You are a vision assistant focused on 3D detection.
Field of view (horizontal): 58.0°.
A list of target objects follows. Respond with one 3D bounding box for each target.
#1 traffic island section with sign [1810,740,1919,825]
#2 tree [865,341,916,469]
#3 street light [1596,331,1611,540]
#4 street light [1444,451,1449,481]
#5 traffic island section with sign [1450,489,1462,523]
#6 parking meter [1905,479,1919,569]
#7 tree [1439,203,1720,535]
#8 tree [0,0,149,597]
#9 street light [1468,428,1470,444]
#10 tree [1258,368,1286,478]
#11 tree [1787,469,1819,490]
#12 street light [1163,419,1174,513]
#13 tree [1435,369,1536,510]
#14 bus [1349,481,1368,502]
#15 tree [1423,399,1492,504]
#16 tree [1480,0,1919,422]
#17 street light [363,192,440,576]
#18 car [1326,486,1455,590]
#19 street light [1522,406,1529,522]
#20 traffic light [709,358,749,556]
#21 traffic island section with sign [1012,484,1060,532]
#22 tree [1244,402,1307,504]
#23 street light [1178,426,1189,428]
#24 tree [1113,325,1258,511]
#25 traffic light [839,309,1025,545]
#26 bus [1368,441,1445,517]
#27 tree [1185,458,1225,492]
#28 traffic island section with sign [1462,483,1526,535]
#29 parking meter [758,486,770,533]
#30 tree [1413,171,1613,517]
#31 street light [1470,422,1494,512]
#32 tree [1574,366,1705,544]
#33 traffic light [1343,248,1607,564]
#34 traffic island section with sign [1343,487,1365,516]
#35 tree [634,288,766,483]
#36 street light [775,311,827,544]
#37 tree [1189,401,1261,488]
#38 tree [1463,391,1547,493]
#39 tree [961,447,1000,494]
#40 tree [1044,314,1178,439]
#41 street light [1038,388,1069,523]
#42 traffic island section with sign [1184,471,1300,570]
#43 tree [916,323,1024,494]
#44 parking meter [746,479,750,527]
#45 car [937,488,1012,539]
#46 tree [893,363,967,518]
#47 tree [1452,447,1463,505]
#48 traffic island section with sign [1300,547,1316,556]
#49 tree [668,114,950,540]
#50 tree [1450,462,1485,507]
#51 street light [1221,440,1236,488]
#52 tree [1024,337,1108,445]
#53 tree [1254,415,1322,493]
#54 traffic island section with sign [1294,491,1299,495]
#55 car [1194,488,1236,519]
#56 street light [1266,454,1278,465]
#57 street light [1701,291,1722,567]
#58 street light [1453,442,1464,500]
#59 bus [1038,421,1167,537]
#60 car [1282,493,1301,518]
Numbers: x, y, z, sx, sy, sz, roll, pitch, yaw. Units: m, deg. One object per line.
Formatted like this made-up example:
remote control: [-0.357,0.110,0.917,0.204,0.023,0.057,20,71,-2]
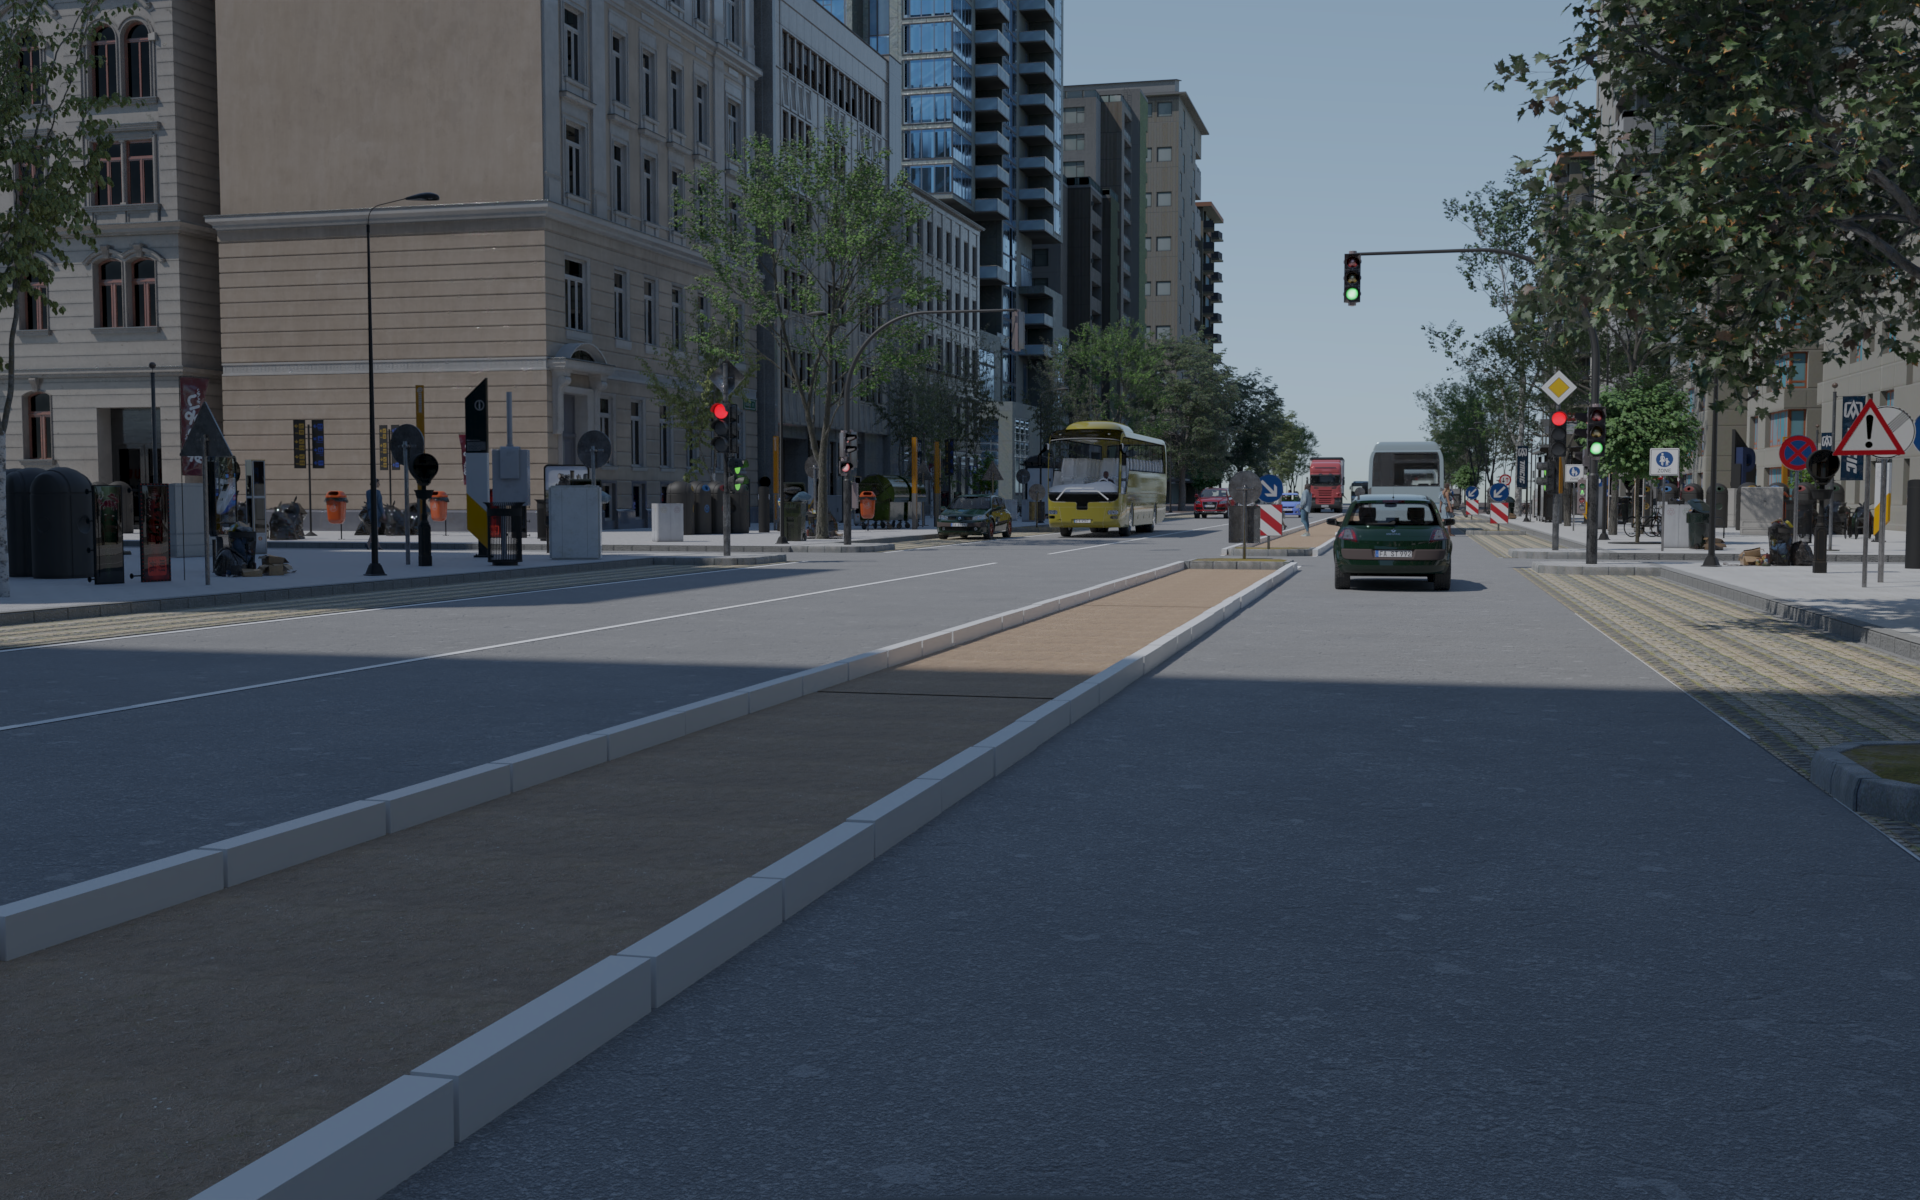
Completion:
traffic island section with sign: [5.091,0.044,7.914,1.989,1.847,2.006,1,4,14]
tree: [-2.521,-8.018,81.459,4.360,8.622,3.978,0,3,0]
street light: [17.435,-4.632,48.268,1.470,5.913,1.316,1,4,14]
street light: [52.937,-13.025,185.497,1.470,5.913,1.316,1,4,14]
traffic island section with sign: [25.598,-4.796,87.035,1.989,1.847,2.006,1,4,14]
parking meter: [16.447,-1.303,29.721,0.372,1.533,0.369,0,3,0]
tree: [20.191,-7.292,53.631,8.767,10.594,7.601,3,5,39]
tree: [-12.155,-4.344,21.387,4.737,8.622,4.395,0,3,0]
street light: [36.477,-9.141,121.989,1.470,5.913,1.316,1,4,14]
tree: [28.088,-16.373,174.359,9.857,13.997,8.962,0,3,0]
tree: [32.051,-4.316,65.163,1.663,3.219,1.824,0,3,0]
street light: [12.355,-8.273,107.800,1.470,5.913,1.316,1,4,14]
tree: [43.645,-13.258,142.530,9.928,11.665,9.643,0,3,0]
bus: [55.252,-14.921,238.818,2.948,3.499,13.247,1,4,13]
tree: [65.121,-19.508,225.605,9.857,13.997,8.962,0,3,0]
tree: [9.509,-6.036,15.691,9.611,12.733,9.660,0,3,0]
street light: [-8.685,-3.328,26.950,1.470,5.913,1.316,1,4,14]
car: [6.781,-1.069,27.259,2.009,1.686,4.222,1,4,13]
street light: [25.612,-6.565,79.883,1.470,5.913,1.316,1,4,14]
traffic light: [-4.824,-2.871,35.860,0.839,4.253,0.868,1,4,14]
traffic island section with sign: [2.875,-3.499,65.839,1.989,1.847,2.006,1,4,14]
tree: [37.816,-17.772,208.705,7.486,12.596,7.792,0,3,0]
street light: [14.947,-8.918,118.352,1.470,5.913,1.316,1,4,14]
tree: [16.639,-13.676,130.265,9.857,13.997,8.962,0,3,0]
traffic light: [-0.774,-4.185,43.100,4.771,5.953,1.251,1,4,14]
bus: [17.323,-4.416,67.060,2.948,3.499,13.247,1,4,15]
tree: [20.896,-10.027,147.647,4.285,4.588,4.351,0,3,0]
traffic island section with sign: [18.819,-3.200,60.943,1.989,1.847,2.006,1,4,14]
parking meter: [-6.524,-3.012,57.663,0.372,1.533,0.369,0,3,0]
tree: [32.799,-14.860,98.843,12.611,20.169,13.585,0,3,0]
street light: [33.827,-8.515,111.767,1.470,5.913,1.316,1,4,14]
tree: [17.545,-3.733,44.741,4.285,4.588,4.351,0,3,0]
traffic light: [9.505,-3.509,32.033,4.771,5.953,1.251,1,4,14]
traffic island section with sign: [26.166,-6.444,113.500,2.006,1.907,1.989,1,4,14]
tree: [-8.905,-6.750,60.728,4.737,8.622,4.395,0,3,0]
street light: [-4.052,-4.386,44.250,1.470,5.913,1.316,1,4,14]
tree: [24.194,-13.774,159.612,7.601,10.594,8.767,-3,5,-43]
tree: [36.931,-10.133,116.039,4.360,8.622,3.978,0,3,0]
tree: [1.147,-4.614,70.034,1.663,3.219,1.824,0,3,0]
tree: [8.910,-10.764,101.753,9.928,11.665,9.643,0,3,0]
street light: [4.066,-6.319,75.859,1.470,5.913,1.316,1,4,14]
traffic island section with sign: [5.457,-1.556,33.584,2.006,1.907,1.989,1,4,14]
tree: [0.373,-7.642,75.311,4.360,8.622,3.978,0,3,0]
parking meter: [-8.342,-3.753,67.076,0.399,1.863,0.255,2,4,33]
car: [0.486,-2.807,55.680,2.009,1.686,4.222,1,4,14]
tree: [-1.493,-8.635,91.552,4.737,8.622,4.395,0,3,0]
tree: [61.562,-15.961,211.332,4.360,8.622,3.978,0,3,0]
traffic island section with sign: [7.325,-1.995,40.753,2.006,1.907,1.989,1,4,14]
tree: [-4.049,-7.539,49.022,9.928,11.665,9.643,0,3,0]
tree: [51.426,-11.706,175.098,4.285,4.588,4.351,0,3,0]
street light: [23.135,-10.842,149.811,1.470,5.913,1.316,1,4,14]
tree: [4.652,-7.971,80.687,4.360,8.622,3.978,0,3,0]
tree: [46.032,-19.298,241.278,9.928,11.665,9.643,0,3,0]
traffic island section with sign: [42.616,-12.878,219.190,1.989,1.847,2.006,1,4,14]
car: [15.136,-5.746,102.621,2.281,1.827,5.304,1,4,16]
street light: [35.732,-13.841,198.842,1.470,5.913,1.316,1,4,14]
street light: [12.766,-3.551,30.596,1.470,5.913,1.316,1,4,14]
street light: [44.735,-11.069,153.517,1.470,5.913,1.316,1,4,14]
bus: [5.368,-4.299,61.827,2.896,3.916,12.252,1,4,14]
car: [20.024,-5.866,105.501,1.945,1.707,3.694,1,4,13]
